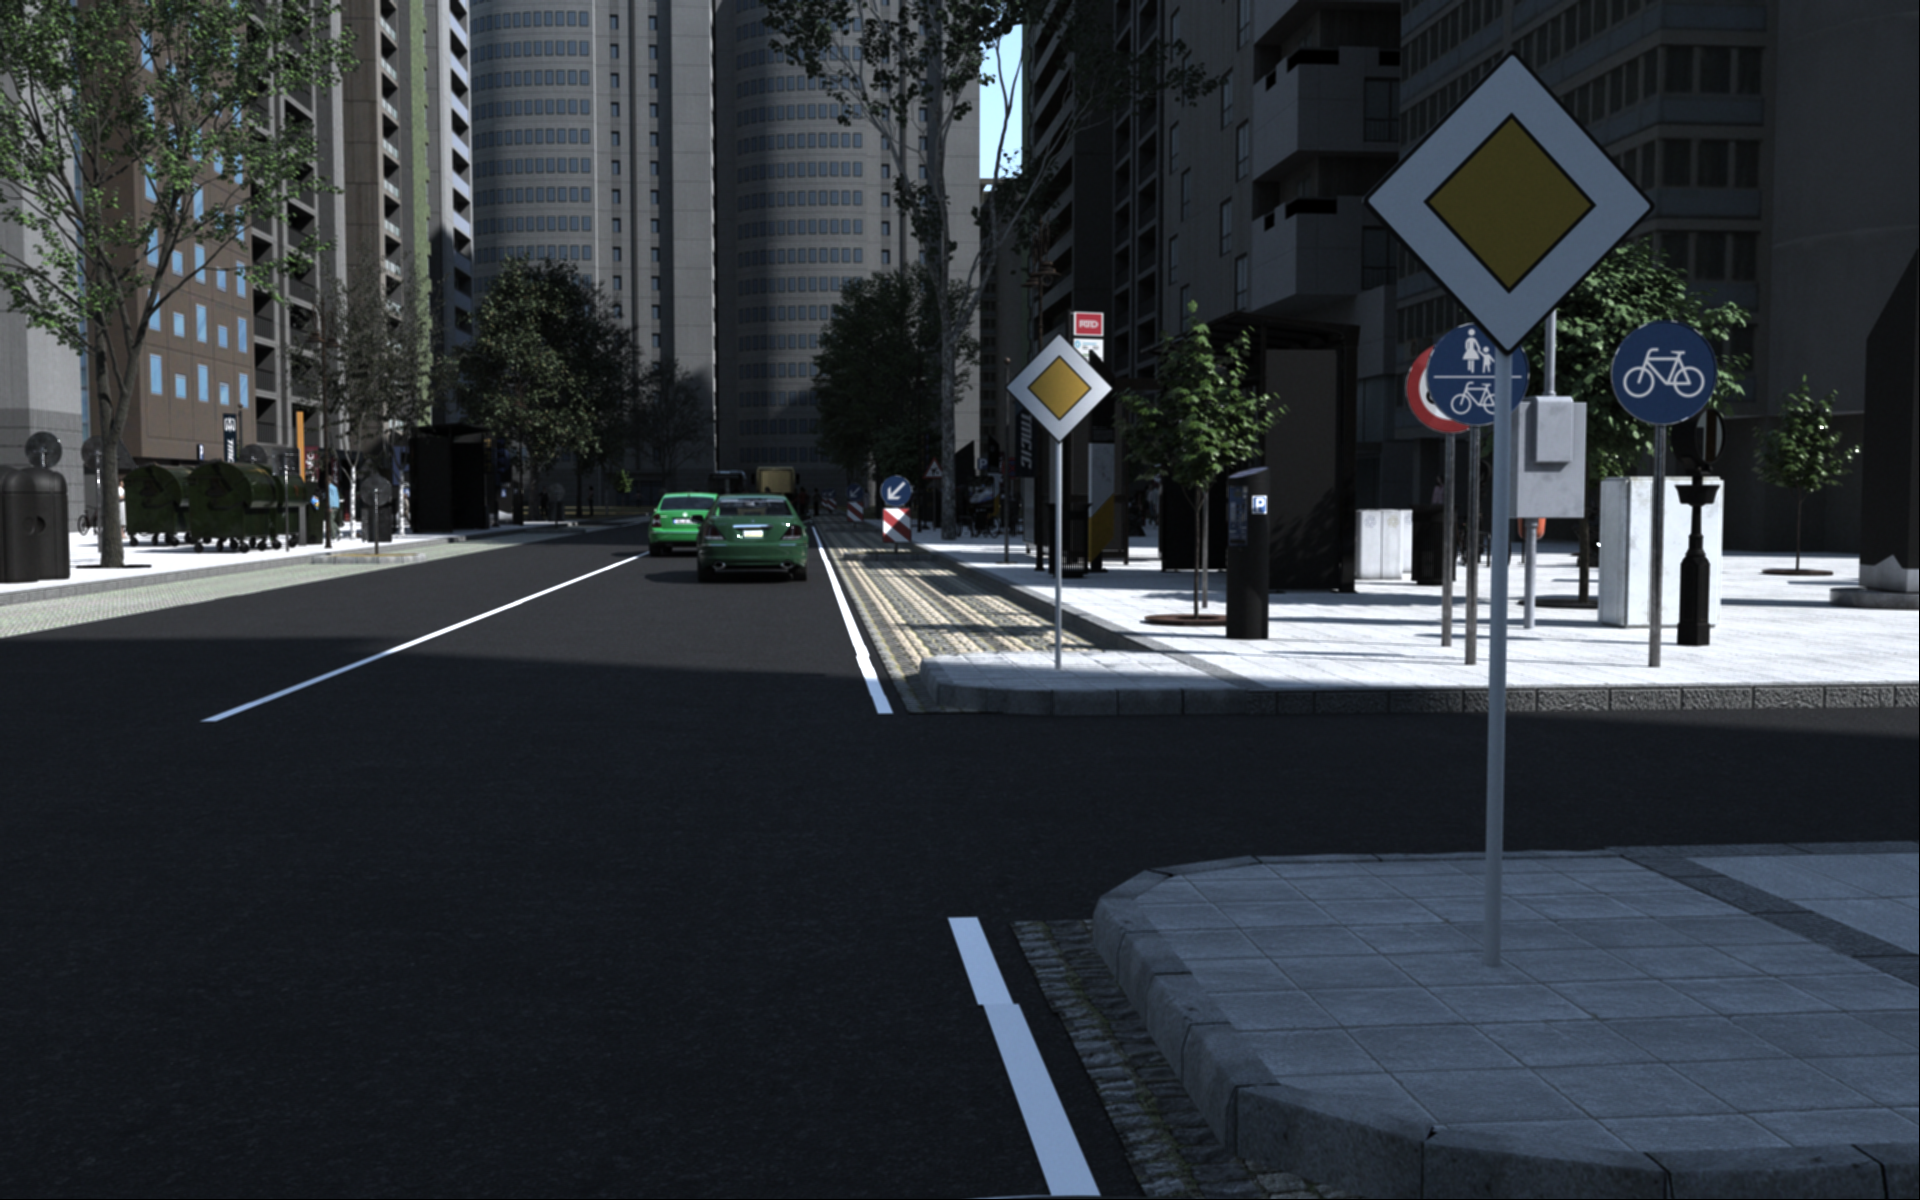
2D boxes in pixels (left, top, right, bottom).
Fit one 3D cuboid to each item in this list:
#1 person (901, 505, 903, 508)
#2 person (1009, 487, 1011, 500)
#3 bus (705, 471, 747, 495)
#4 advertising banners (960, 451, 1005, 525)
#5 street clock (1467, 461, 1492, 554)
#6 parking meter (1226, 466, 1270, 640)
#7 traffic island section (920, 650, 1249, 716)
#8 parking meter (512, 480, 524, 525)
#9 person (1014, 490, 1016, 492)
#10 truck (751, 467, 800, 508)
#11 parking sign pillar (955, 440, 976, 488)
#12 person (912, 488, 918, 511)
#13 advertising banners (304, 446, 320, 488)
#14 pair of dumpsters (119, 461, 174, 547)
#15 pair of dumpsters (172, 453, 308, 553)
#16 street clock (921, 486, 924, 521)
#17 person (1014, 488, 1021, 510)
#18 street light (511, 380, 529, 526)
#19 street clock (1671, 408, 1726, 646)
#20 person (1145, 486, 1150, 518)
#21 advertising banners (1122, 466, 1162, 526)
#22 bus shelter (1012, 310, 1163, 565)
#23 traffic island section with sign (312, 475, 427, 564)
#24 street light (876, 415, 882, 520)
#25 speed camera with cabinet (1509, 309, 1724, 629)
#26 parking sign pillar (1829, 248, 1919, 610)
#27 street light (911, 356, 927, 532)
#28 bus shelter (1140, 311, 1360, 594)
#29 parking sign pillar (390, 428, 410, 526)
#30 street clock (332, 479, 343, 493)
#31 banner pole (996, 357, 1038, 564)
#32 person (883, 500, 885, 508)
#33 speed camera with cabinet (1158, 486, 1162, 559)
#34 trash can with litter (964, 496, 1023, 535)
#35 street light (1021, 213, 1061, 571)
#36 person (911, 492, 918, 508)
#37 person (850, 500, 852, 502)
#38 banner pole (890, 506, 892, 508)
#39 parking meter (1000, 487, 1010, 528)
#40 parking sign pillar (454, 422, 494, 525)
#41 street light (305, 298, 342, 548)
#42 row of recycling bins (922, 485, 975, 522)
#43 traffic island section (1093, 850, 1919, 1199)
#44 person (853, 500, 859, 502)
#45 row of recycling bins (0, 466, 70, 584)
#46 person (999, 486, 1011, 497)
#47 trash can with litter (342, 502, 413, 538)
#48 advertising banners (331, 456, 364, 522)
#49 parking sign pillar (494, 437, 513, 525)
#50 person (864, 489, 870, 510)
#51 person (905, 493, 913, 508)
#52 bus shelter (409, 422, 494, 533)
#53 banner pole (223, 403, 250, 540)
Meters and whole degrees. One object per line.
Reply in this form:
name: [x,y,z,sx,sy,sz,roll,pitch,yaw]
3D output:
person: [-5.164,-9.462,161.300,0.990,1.755,0.434,-2,4,-27]
person: [3.263,-6.836,117.829,0.705,1.821,1.348,-1,4,-9]
bus: [-17.643,-8.372,131.747,2.948,3.499,13.247,0,4,-6]
advertising banners: [0.973,-4.555,70.665,2.074,3.025,0.090,-2,4,-25]
street clock: [11.199,-2.006,37.362,0.471,2.002,0.358,3,4,38]
parking meter: [2.557,-0.426,15.379,0.372,1.533,0.369,0,3,0]
traffic island section: [0.761,0.588,12.664,2.009,0.180,2.903,0,4,-5]
parking meter: [-18.417,-4.066,72.186,0.399,1.863,0.255,1,4,22]
person: [5.092,-9.403,161.247,0.593,1.643,0.415,1,4,12]
truck: [-12.867,-7.642,120.867,3.469,3.379,9.791,0,4,-6]
parking sign pillar: [0.111,-6.034,87.122,1.447,3.967,1.447,1,4,18]
person: [-3.494,-7.766,133.024,0.705,1.824,1.348,2,4,26]
advertising banners: [-24.179,-4.051,62.415,2.074,3.025,0.090,-1,4,-18]
pair of dumpsters: [-19.837,-2.539,44.014,1.574,2.255,4.437,0,4,-5]
pair of dumpsters: [-16.225,-2.257,39.393,1.574,2.255,4.437,0,4,-5]
street clock: [-1.802,-4.850,83.868,0.358,2.002,0.471,0,4,4]
person: [4.503,-8.066,138.470,0.990,1.755,0.434,-2,4,-30]
street light: [-17.807,-5.958,70.196,0.468,5.910,1.993,0,4,-5]
street clock: [6.235,-0.618,14.667,0.471,2.002,0.358,-3,4,-36]
person: [9.980,-5.210,92.018,1.217,1.735,0.721,3,4,38]
advertising banners: [7.144,-4.461,69.117,2.074,3.025,0.090,1,4,19]
bus shelter: [2.339,-3.540,35.505,2.179,5.291,8.768,0,4,-5]
traffic island section with sign: [-12.267,-1.685,36.180,1.989,1.847,2.006,0,4,-5]
street light: [-4.110,-6.996,87.170,0.468,5.910,1.993,0,4,-5]
speed camera with cabinet: [6.239,-1.365,16.657,2.038,3.252,0.660,0,4,-5]
parking sign pillar: [10.745,-1.909,19.678,1.447,3.967,1.447,0,4,6]
street light: [-1.366,-5.211,57.989,0.468,5.910,1.993,0,4,-5]
bus shelter: [4.093,-2.087,25.405,1.731,3.624,6.357,0,4,-5]
parking sign pillar: [-22.521,-5.025,70.625,1.447,3.967,1.447,-1,4,-16]
street clock: [-29.903,-4.810,83.216,0.471,2.002,0.358,-1,4,-16]
banner pole: [1.078,-2.562,31.908,0.863,3.779,0.401,-1,4,-18]
person: [-6.091,-7.893,135.896,0.445,1.727,0.742,-2,4,-32]
speed camera with cabinet: [4.330,-2.381,33.269,0.660,3.252,2.038,0,4,-8]
trash can with litter: [1.268,-2.717,55.485,2.233,1.210,1.678,1,4,17]
street light: [1.332,-3.426,28.803,0.468,5.910,1.993,0,4,-5]
person: [-4.274,-9.036,157.011,0.991,1.433,0.599,0,4,6]
person: [-10.371,-9.477,164.228,0.421,1.427,0.697,0,4,6]
banner pole: [-3.446,-5.925,86.895,0.401,3.779,0.863,0,4,-8]
parking meter: [1.738,-3.550,66.446,0.372,1.533,0.369,0,3,0]
parking sign pillar: [-18.557,-4.679,64.971,1.447,3.967,1.447,-3,4,-36]
street light: [-14.997,-4.168,40.940,0.468,5.910,1.993,0,4,-5]
row of recycling bins: [-0.259,-4.467,80.146,3.534,1.692,1.069,3,4,36]
traffic island section: [1.494,1.075,4.713,2.009,0.180,2.903,0,4,-5]
person: [-6.802,-6.512,113.061,0.434,1.755,0.990,0,4,-6]
row of recycling bins: [-14.026,-1.078,24.739,1.069,1.692,3.534,0,4,8]
person: [2.730,-6.300,109.147,1.348,1.812,0.705,0,4,-7]
trash can with litter: [-17.678,-2.480,51.602,2.233,1.210,1.678,3,5,43]
advertising banners: [-28.213,-5.111,79.756,2.074,3.025,0.090,2,4,29]
parking sign pillar: [-19.480,-5.182,73.204,1.447,3.967,1.447,1,4,20]
person: [-7.739,-8.362,143.426,0.551,1.740,0.621,-2,4,-31]
person: [-3.135,-5.986,104.828,0.541,1.710,0.530,0,4,-2]
bus shelter: [-17.453,-4.187,59.742,1.731,3.624,6.357,0,4,-5]
banner pole: [-19.952,-3.528,47.703,0.401,3.779,0.863,1,4,22]
